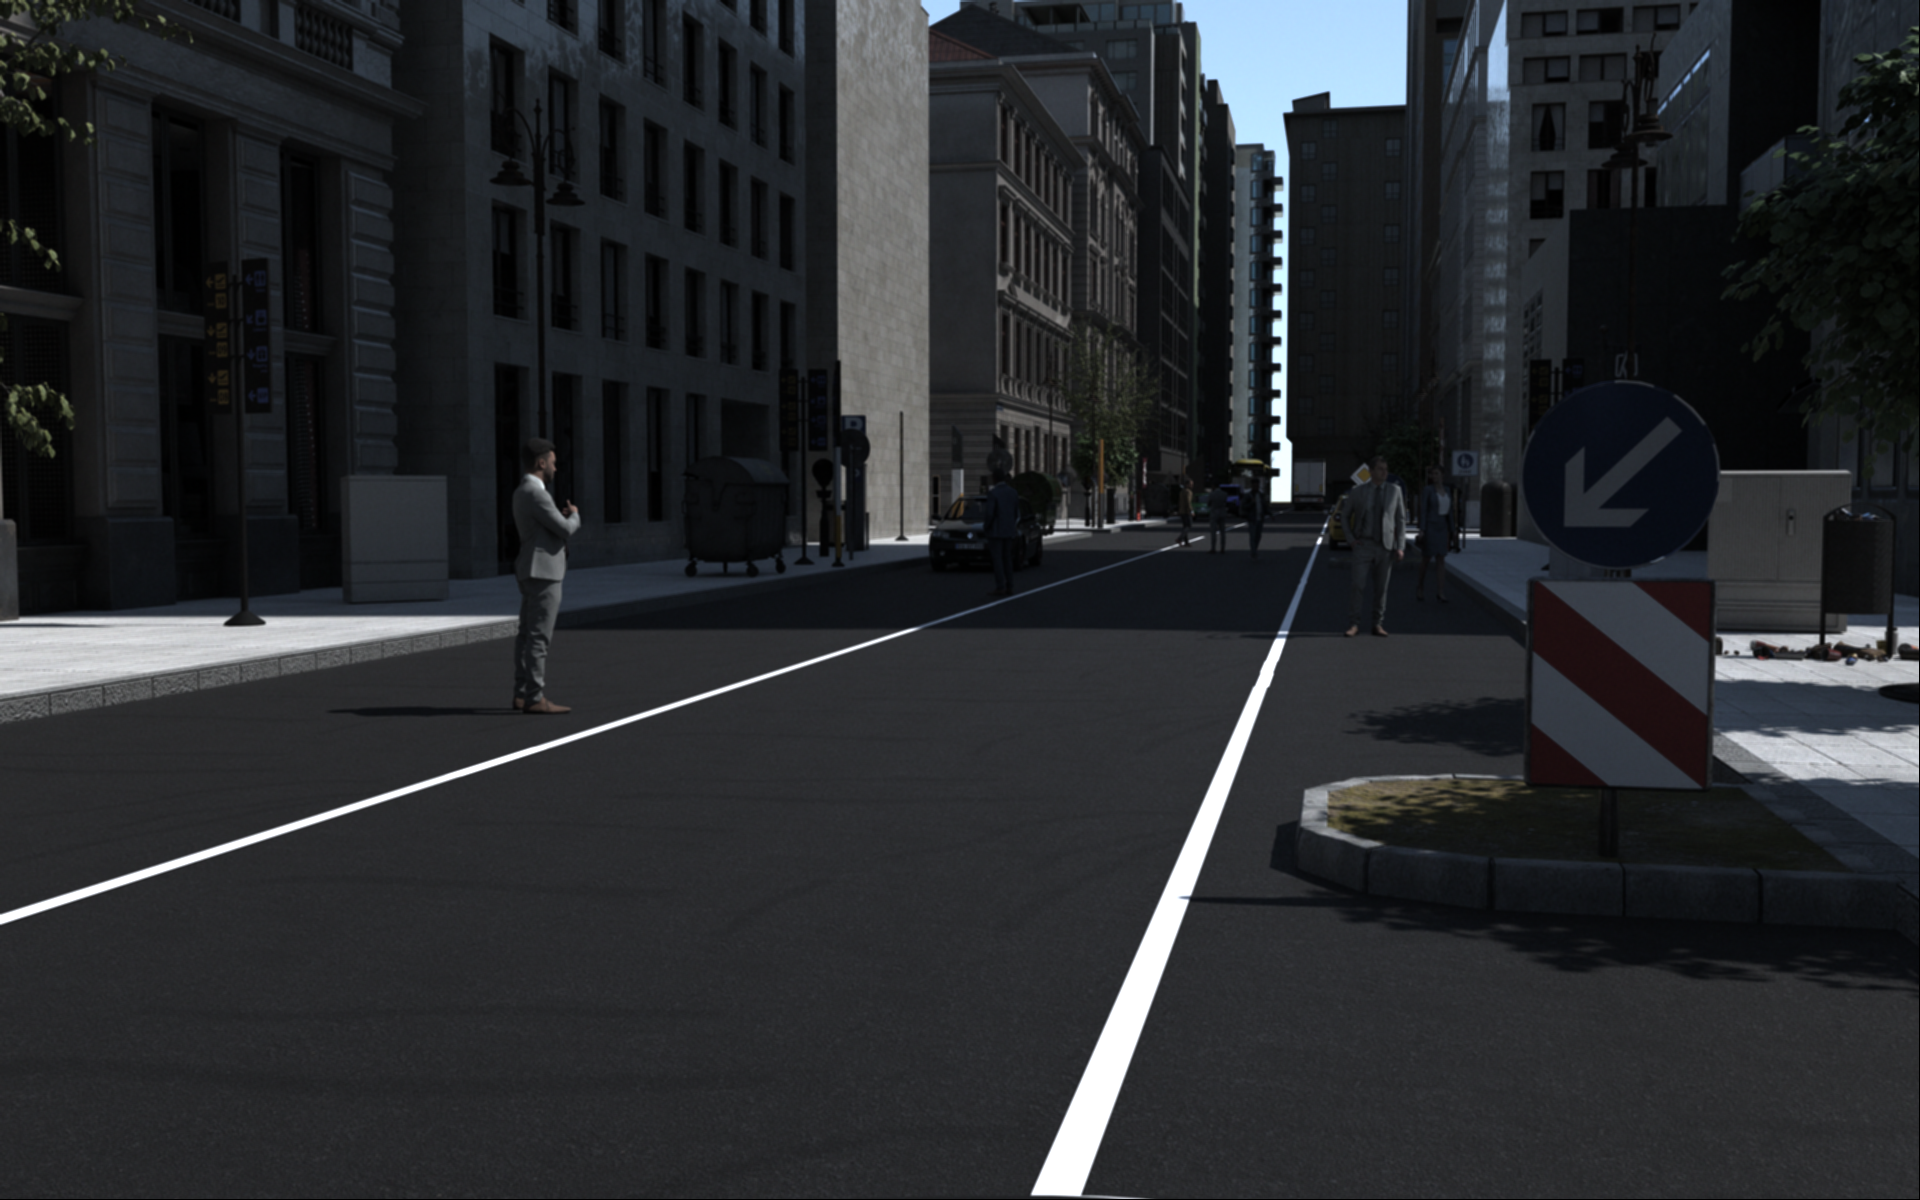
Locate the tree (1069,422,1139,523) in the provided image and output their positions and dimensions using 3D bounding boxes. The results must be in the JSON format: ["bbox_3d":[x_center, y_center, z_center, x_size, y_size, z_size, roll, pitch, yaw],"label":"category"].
[{"bbox_3d":[6.295,-5.665,76.341,4.285,4.588,4.351,0,3,0],"label":"tree"}]

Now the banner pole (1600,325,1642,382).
[{"bbox_3d":[9.682,-2.176,25.595,0.401,3.779,0.863,-2,4,-35],"label":"banner pole"}]

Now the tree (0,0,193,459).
[{"bbox_3d":[-6.901,-3.672,10.396,4.737,8.622,4.395,0,3,0],"label":"tree"}]

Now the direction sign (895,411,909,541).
[{"bbox_3d":[-1.608,-3.410,47.756,0.379,3.537,0.876,0,4,1],"label":"direction sign"}]

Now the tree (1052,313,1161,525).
[{"bbox_3d":[5.806,-7.376,70.955,4.737,8.622,4.395,0,3,0],"label":"tree"}]

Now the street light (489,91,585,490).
[{"bbox_3d":[-4.933,-2.913,20.411,0.468,5.910,1.993,1,4,12],"label":"street light"}]

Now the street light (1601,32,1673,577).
[{"bbox_3d":[6.967,-2.764,17.976,0.468,5.910,1.993,1,4,12],"label":"street light"}]

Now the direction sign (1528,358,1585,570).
[{"bbox_3d":[9.996,-2.269,29.102,0.876,3.537,0.379,2,4,30],"label":"direction sign"}]

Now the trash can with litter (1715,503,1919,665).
[{"bbox_3d":[6.679,-0.165,13.761,2.233,1.210,1.678,1,4,8],"label":"trash can with litter"}]

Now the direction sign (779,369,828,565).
[{"bbox_3d":[-2.844,-2.416,31.505,0.876,3.537,0.379,0,4,3],"label":"direction sign"}]

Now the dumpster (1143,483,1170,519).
[{"bbox_3d":[10.292,-5.200,90.785,1.264,1.857,1.865,1,4,12],"label":"dumpster"}]

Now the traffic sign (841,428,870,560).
[{"bbox_3d":[-2.115,-2.047,33.581,0.768,2.556,0.104,1,4,18],"label":"traffic sign"}]

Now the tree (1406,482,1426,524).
[{"bbox_3d":[19.735,-4.915,74.966,1.663,3.219,1.824,0,3,0],"label":"tree"}]

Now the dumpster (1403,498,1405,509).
[{"bbox_3d":[23.963,-5.492,95.561,1.264,1.857,1.865,1,4,12],"label":"dumpster"}]

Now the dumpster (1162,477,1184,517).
[{"bbox_3d":[11.997,-5.857,98.255,1.502,2.255,1.985,1,4,12],"label":"dumpster"}]

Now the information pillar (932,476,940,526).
[{"bbox_3d":[-0.970,-3.963,69.286,0.304,2.012,0.304,0,4,-1],"label":"information pillar"}]

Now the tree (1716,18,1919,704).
[{"bbox_3d":[6.521,-1.653,10.748,4.285,4.588,4.351,0,3,0],"label":"tree"}]

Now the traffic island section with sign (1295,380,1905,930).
[{"bbox_3d":[2.352,0.111,6.821,1.989,1.847,2.006,1,4,12],"label":"traffic island section with sign"}]

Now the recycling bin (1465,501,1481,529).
[{"bbox_3d":[19.237,-3.169,64.368,0.722,1.027,0.722,0,4,3],"label":"recycling bin"}]

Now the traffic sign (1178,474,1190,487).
[{"bbox_3d":[14.038,-6.644,108.727,0.768,2.556,0.104,1,4,21],"label":"traffic sign"}]

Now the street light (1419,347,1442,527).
[{"bbox_3d":[14.832,-4.994,54.444,0.468,5.910,1.993,1,4,12],"label":"street light"}]

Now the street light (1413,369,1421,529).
[{"bbox_3d":[16.707,-5.512,62.903,0.468,5.910,1.993,1,4,12],"label":"street light"}]

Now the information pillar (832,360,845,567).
[{"bbox_3d":[-2.171,-2.400,30.591,0.183,3.616,0.504,-1,4,-11],"label":"information pillar"}]

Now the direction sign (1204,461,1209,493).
[{"bbox_3d":[16.767,-7.766,118.963,0.379,3.537,0.876,-3,5,-42],"label":"direction sign"}]

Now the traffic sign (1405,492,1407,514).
[{"bbox_3d":[21.417,-5.080,83.171,0.768,2.556,0.104,1,4,15],"label":"traffic sign"}]

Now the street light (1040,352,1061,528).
[{"bbox_3d":[2.963,-5.122,56.540,0.468,5.910,1.993,1,4,12],"label":"street light"}]

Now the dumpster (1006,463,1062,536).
[{"bbox_3d":[2.279,-3.130,53.668,1.502,2.255,1.985,1,4,12],"label":"dumpster"}]

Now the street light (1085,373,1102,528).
[{"bbox_3d":[5.100,-5.711,66.171,0.468,5.910,1.993,1,4,12],"label":"street light"}]

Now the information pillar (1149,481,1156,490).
[{"bbox_3d":[11.021,-5.788,99.130,0.304,2.012,0.304,0,4,-6],"label":"information pillar"}]

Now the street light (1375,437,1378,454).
[{"bbox_3d":[32.548,-9.949,135.447,0.468,5.910,1.993,1,4,12],"label":"street light"}]

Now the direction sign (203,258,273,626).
[{"bbox_3d":[-7.014,-1.522,16.881,0.876,3.537,0.379,2,4,26],"label":"direction sign"}]

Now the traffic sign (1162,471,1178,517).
[{"bbox_3d":[11.609,-5.861,95.830,0.884,2.594,0.081,1,4,16],"label":"traffic sign"}]

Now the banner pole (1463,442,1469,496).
[{"bbox_3d":[24.360,-5.712,83.404,0.401,3.779,0.863,2,4,33],"label":"banner pole"}]

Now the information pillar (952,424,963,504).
[{"bbox_3d":[-0.092,-4.074,57.963,0.183,3.616,0.504,-3,5,-42],"label":"information pillar"}]

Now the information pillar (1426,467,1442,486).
[{"bbox_3d":[12.661,-2.557,46.301,0.304,2.012,0.304,-3,5,-39],"label":"information pillar"}]

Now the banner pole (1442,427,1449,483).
[{"bbox_3d":[17.980,-4.541,64.259,0.401,3.779,0.863,2,4,33],"label":"banner pole"}]

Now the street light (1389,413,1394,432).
[{"bbox_3d":[24.586,-7.727,99.120,0.468,5.910,1.993,1,4,12],"label":"street light"}]

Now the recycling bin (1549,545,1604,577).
[{"bbox_3d":[8.872,-0.735,24.566,0.722,1.027,0.722,-2,4,-31],"label":"recycling bin"}]

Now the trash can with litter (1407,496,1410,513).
[{"bbox_3d":[30.418,-6.416,116.280,0.624,1.170,1.055,3,4,36],"label":"trash can with litter"}]

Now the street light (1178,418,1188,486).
[{"bbox_3d":[13.337,-8.008,103.720,0.468,5.910,1.993,1,4,12],"label":"street light"}]

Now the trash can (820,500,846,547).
[{"bbox_3d":[-3.038,-1.860,42.067,0.748,1.137,0.748,0,3,0],"label":"trash can"}]

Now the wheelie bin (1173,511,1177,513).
[{"bbox_3d":[14.604,-6.713,117.658,0.980,1.594,0.693,1,4,23],"label":"wheelie bin"}]

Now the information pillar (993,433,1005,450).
[{"bbox_3d":[1.466,-4.545,65.662,0.504,3.616,0.183,0,4,7],"label":"information pillar"}]

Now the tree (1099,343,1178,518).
[{"bbox_3d":[8.613,-8.252,85.279,4.360,8.622,3.978,0,3,0],"label":"tree"}]

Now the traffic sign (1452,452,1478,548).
[{"bbox_3d":[11.901,-2.368,40.844,0.606,2.300,0.079,1,4,17],"label":"traffic sign"}]

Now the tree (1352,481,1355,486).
[{"bbox_3d":[21.155,-5.923,80.548,4.285,4.588,4.351,0,3,0],"label":"tree"}]

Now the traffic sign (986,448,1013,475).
[{"bbox_3d":[1.105,-2.953,48.389,0.768,2.556,0.104,1,4,13],"label":"traffic sign"}]

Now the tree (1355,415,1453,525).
[{"bbox_3d":[18.680,-5.372,71.547,4.285,4.588,4.351,0,3,0],"label":"tree"}]

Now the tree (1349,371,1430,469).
[{"bbox_3d":[25.686,-9.318,102.713,4.360,8.622,3.978,0,3,0],"label":"tree"}]

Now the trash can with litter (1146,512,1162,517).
[{"bbox_3d":[10.800,-5.215,96.645,1.055,1.170,0.624,2,4,24],"label":"trash can with litter"}]

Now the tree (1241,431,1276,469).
[{"bbox_3d":[34.375,-15.271,200.047,4.360,8.622,3.978,0,3,0],"label":"tree"}]

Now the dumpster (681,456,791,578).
[{"bbox_3d":[-3.542,-1.320,27.347,1.264,1.857,1.865,1,4,12],"label":"dumpster"}]

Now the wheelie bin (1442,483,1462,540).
[{"bbox_3d":[13.474,-2.473,48.348,0.980,1.594,0.693,-1,4,-11],"label":"wheelie bin"}]

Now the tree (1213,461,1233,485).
[{"bbox_3d":[26.480,-11.356,169.380,4.285,4.588,4.351,0,3,0],"label":"tree"}]
